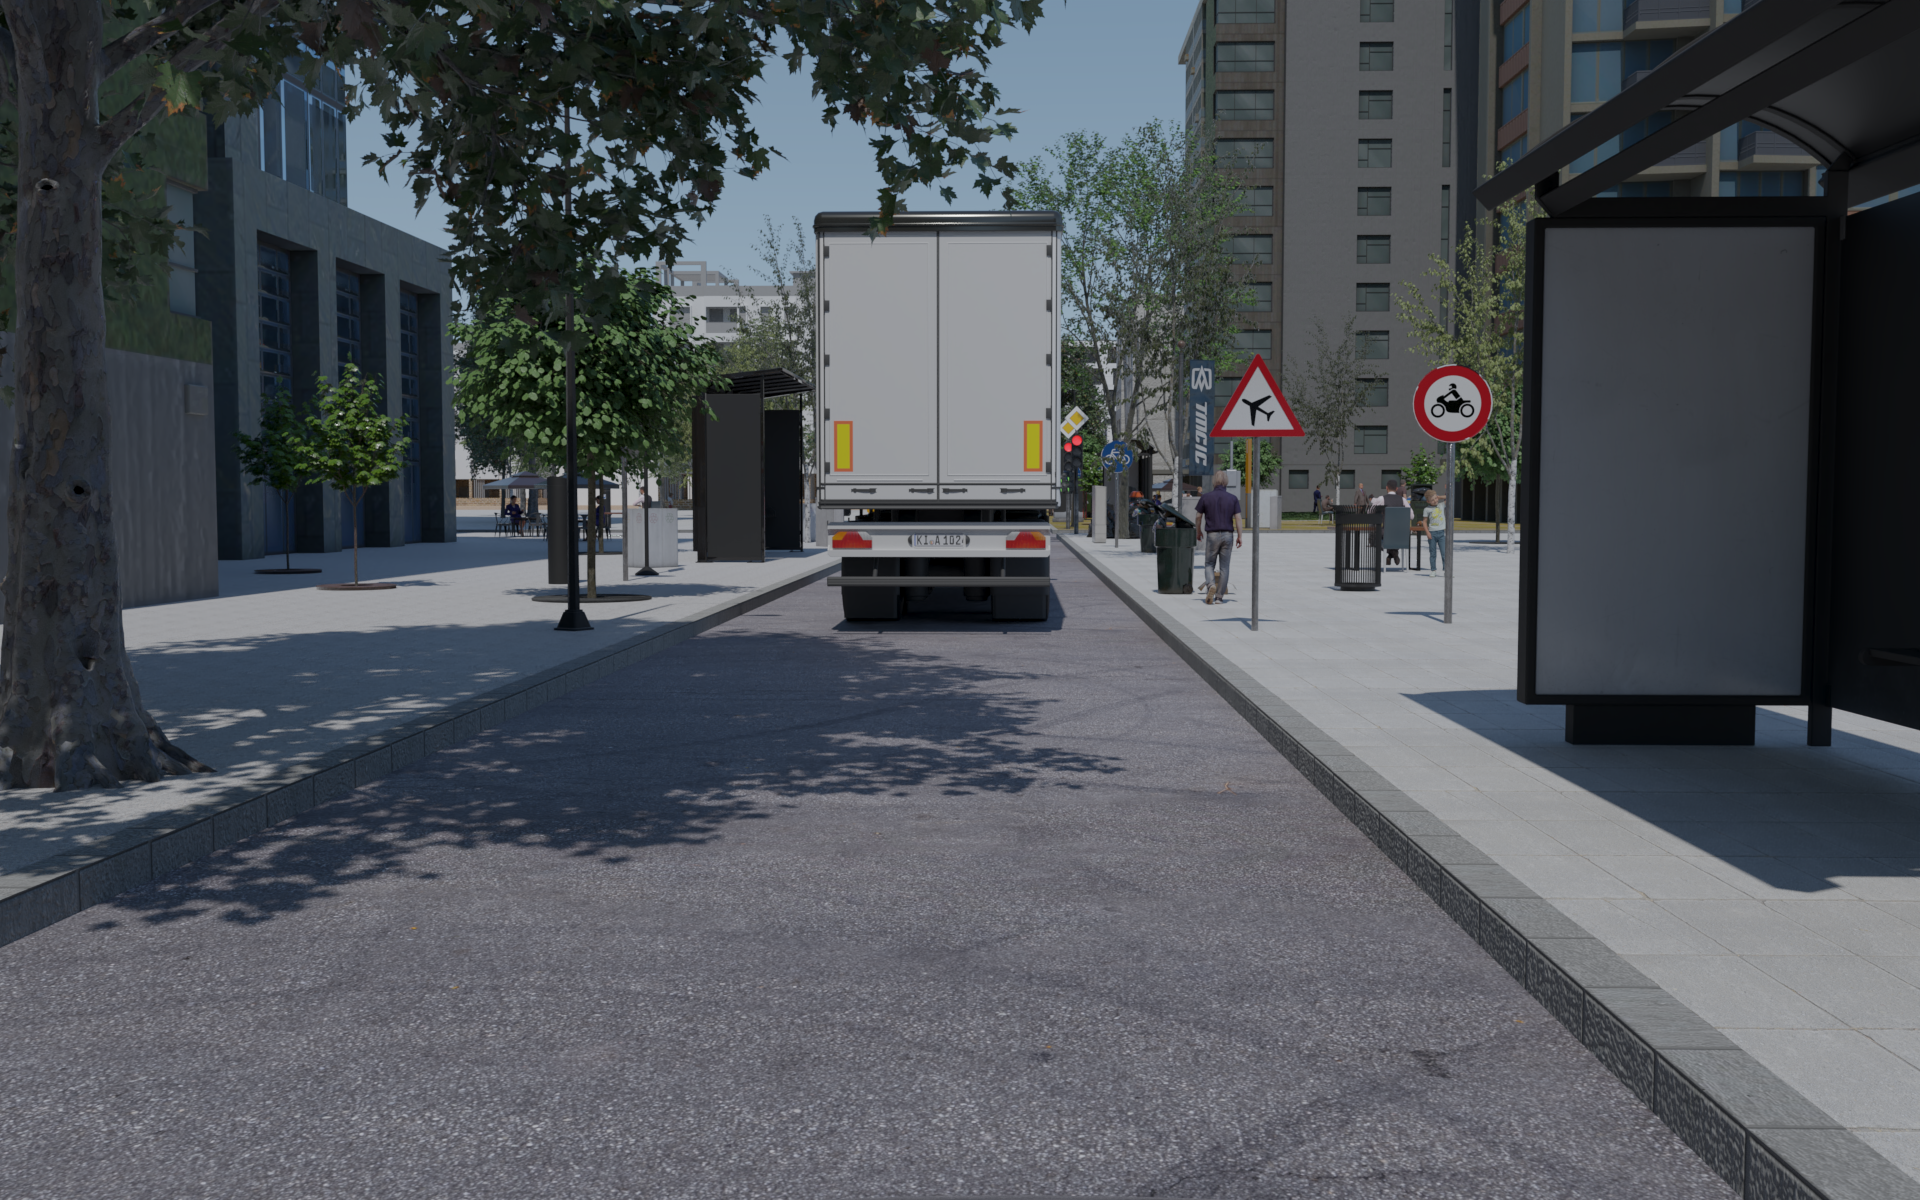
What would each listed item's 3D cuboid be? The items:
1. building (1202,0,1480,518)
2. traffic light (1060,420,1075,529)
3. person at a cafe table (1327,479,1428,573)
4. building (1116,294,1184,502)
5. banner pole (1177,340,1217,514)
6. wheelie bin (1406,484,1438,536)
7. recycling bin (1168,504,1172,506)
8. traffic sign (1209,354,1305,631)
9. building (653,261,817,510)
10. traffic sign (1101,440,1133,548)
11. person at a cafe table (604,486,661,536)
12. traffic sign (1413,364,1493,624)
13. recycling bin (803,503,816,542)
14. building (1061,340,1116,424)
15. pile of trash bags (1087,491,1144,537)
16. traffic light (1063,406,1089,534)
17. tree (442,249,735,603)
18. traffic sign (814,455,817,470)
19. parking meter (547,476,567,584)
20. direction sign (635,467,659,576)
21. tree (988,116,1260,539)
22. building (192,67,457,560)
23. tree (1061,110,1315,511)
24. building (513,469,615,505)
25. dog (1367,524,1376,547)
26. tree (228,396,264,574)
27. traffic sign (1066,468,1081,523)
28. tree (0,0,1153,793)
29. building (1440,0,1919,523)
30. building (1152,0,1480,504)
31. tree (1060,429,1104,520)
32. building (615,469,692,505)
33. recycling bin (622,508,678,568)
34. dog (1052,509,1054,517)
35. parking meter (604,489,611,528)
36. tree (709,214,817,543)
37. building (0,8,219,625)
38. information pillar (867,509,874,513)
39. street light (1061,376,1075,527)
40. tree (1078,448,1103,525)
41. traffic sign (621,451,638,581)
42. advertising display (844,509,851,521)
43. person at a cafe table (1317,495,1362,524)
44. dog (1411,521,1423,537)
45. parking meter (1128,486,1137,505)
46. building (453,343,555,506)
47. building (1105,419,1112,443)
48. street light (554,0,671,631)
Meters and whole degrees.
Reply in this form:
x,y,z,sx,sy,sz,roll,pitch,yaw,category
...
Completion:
x,y,z,sx,sy,sz,roll,pitch,yaw,category
20.753,-20.008,98.833,14.160,30.474,14.107,0,4,2,building
3.933,-4.546,63.243,0.839,4.253,0.868,0,4,2,traffic light
7.134,-1.247,28.901,1.698,1.524,1.622,0,4,1,person at a cafe table
23.880,-18.032,161.283,16.747,18.905,31.486,0,4,2,building
3.819,-2.348,28.411,0.863,3.779,0.401,-1,4,-22,banner pole
14.267,-2.786,53.460,0.980,1.594,0.693,1,4,17,wheelie bin
5.891,-1.996,45.197,0.722,1.027,0.722,-2,4,-27,recycling bin
2.764,-0.989,16.169,0.884,2.594,0.081,0,4,2,traffic sign
-16.591,-17.648,144.961,16.016,20.091,11.380,0,4,2,building
3.740,-2.518,41.278,0.768,2.556,0.104,0,4,5,traffic sign
-9.892,-2.707,52.768,1.622,1.524,1.698,2,4,27,person at a cafe table
4.838,-1.039,17.094,0.768,2.556,0.104,0,4,5,traffic sign
-4.002,-2.097,46.845,0.722,1.027,0.722,-2,4,-25,recycling bin
10.303,-24.452,243.763,32.646,21.610,27.936,0,4,2,building
5.016,-2.610,52.430,1.912,1.369,3.447,1,4,18,pile of trash bags
3.698,-4.058,55.261,0.839,4.253,0.868,0,4,2,traffic light
-4.410,-2.272,20.861,4.285,4.588,4.351,0,3,0,tree
-3.747,-2.980,48.826,0.768,2.556,0.104,1,4,11,traffic sign
-5.695,-0.997,24.712,0.372,1.533,0.369,0,3,0,parking meter
-4.957,-2.161,27.322,0.379,3.537,0.876,-1,4,-11,direction sign
4.574,-7.539,49.022,9.928,11.665,9.643,0,3,0,tree
-29.340,-44.070,33.209,31.000,86.520,22.319,0,4,2,building
4.136,-5.101,33.766,4.360,8.622,3.978,0,3,0,tree
-59.863,-18.036,237.041,28.070,9.664,9.099,0,4,2,building
10.139,-1.686,41.947,0.800,0.831,0.513,-2,4,-31,dog
-11.060,-2.048,28.087,1.663,3.219,1.824,0,3,0,tree
4.848,-4.582,75.025,0.768,2.556,0.104,0,4,7,traffic sign
-3.924,-5.533,7.474,9.611,12.733,9.660,0,3,0,tree
38.102,-26.055,80.624,28.867,44.769,22.147,0,4,2,building
29.148,-26.509,125.300,32.217,40.220,23.993,0,4,2,building
6.076,-6.232,85.606,4.285,4.588,4.351,0,3,0,tree
-31.753,-17.989,236.260,28.070,9.664,9.099,0,4,2,building
-5.439,-1.091,30.400,0.722,1.027,0.722,3,5,44,recycling bin
5.487,-5.018,98.875,0.406,0.507,0.540,2,4,29,dog
-13.318,-3.470,65.145,0.372,1.533,0.369,0,3,0,parking meter
-4.148,-5.792,45.062,4.360,8.622,3.978,0,3,0,tree
-16.507,-20.198,13.829,14.154,41.232,14.086,0,4,2,building
-3.527,-4.819,70.149,0.504,3.616,0.183,1,4,16,information pillar
3.884,-5.778,67.012,1.470,5.913,1.316,0,4,2,street light
5.464,-4.745,72.184,1.663,3.219,1.824,0,3,0,tree
-4.934,-1.552,25.483,0.768,2.556,0.104,1,4,11,traffic sign
-3.896,-3.010,54.424,0.974,1.923,0.123,-2,4,-24,advertising display
16.341,-3.919,74.938,1.726,1.238,1.698,0,4,-5,person at a cafe table
13.042,-2.016,49.800,0.406,0.507,0.540,2,4,29,dog
5.368,-2.822,54.542,0.372,1.533,0.369,0,3,0,parking meter
-52.674,-20.985,199.530,11.380,20.091,16.016,0,4,2,building
20.772,-15.304,192.371,9.099,9.664,28.070,0,4,2,building
-3.104,-2.668,16.156,1.470,5.913,1.316,0,4,2,street light
